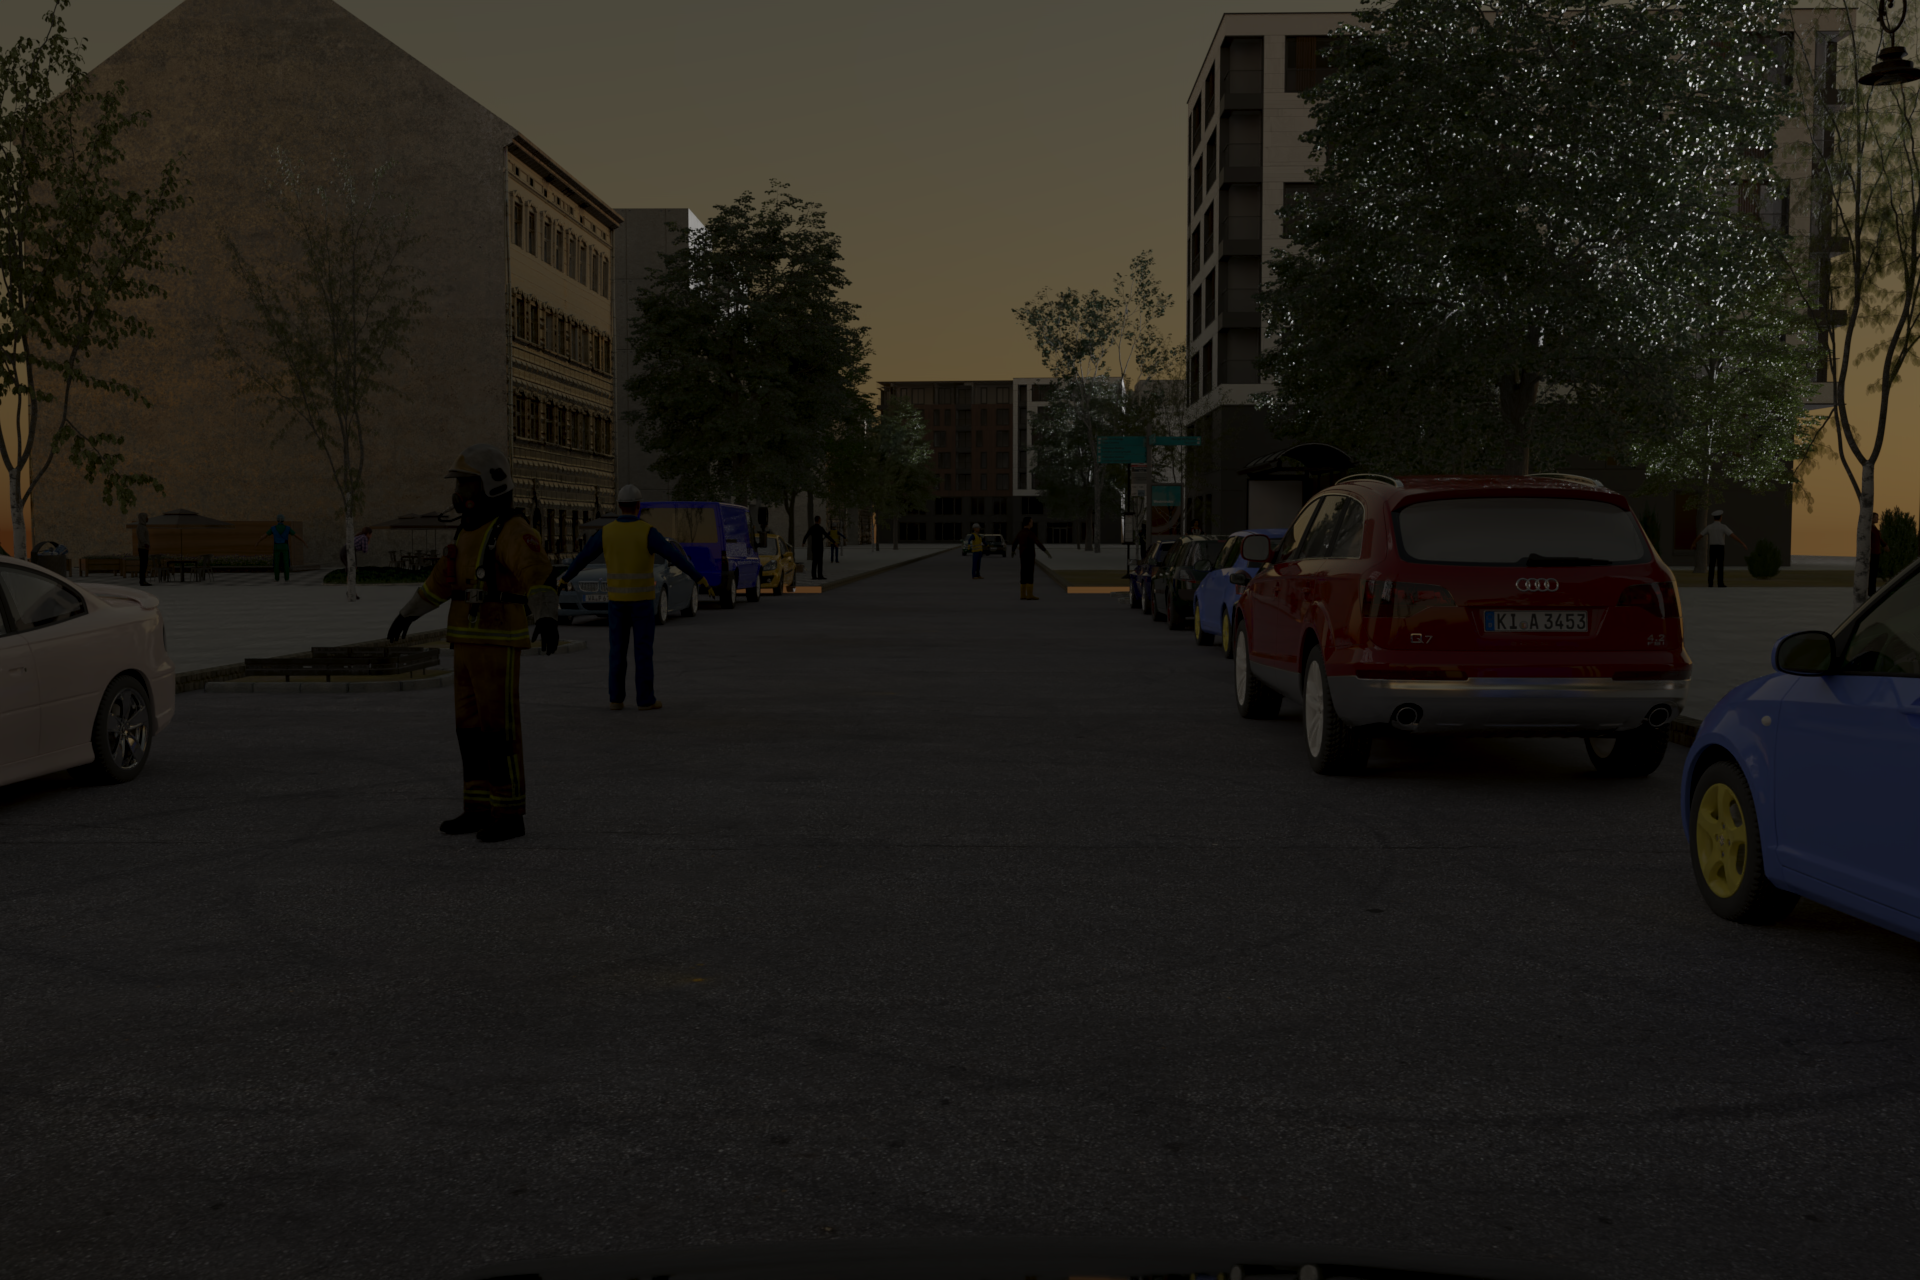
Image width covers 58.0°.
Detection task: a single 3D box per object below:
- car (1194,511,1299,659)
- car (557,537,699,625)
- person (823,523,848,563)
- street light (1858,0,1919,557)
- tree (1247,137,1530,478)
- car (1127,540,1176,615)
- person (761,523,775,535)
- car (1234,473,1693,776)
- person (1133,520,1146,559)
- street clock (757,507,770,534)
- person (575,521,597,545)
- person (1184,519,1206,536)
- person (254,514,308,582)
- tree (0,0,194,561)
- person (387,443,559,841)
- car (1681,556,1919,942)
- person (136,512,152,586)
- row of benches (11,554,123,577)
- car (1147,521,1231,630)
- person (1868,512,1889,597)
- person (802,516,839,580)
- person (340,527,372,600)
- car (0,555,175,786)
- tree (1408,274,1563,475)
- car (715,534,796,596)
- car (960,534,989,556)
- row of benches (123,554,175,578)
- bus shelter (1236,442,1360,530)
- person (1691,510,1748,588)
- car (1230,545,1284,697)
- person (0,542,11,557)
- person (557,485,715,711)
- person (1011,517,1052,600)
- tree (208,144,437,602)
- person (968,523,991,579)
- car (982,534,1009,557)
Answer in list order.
[{"bbox_3d":[3.877,-0.709,21.187,1.945,1.707,3.694,0,3,0],"label":"car"},{"bbox_3d":[-5.473,-1.024,28.741,2.014,1.417,4.499,0,4,1],"label":"car"},{"bbox_3d":[-5.548,-4.305,76.846,1.216,1.772,0.721,1,4,11],"label":"person"},{"bbox_3d":[7.195,-2.448,12.814,0.468,5.910,1.993,0,4,2],"label":"street light"},{"bbox_3d":[13.212,-8.991,53.664,9.857,13.997,8.962,0,3,0],"label":"tree"},{"bbox_3d":[4.126,-1.198,32.175,1.945,1.354,3.894,0,4,0],"label":"car"},{"bbox_3d":[-8.068,-4.040,71.917,1.347,1.847,0.705,-2,4,-35],"label":"person"},{"bbox_3d":[3.148,-0.193,11.826,2.281,1.827,5.304,0,4,1],"label":"car"},{"bbox_3d":[7.390,-3.901,69.558,1.354,1.856,0.705,-3,5,-45],"label":"person"},{"bbox_3d":[-5.197,-2.520,45.772,0.358,2.002,0.471,0,4,1],"label":"street clock"},{"bbox_3d":[-15.115,-3.956,70.862,1.347,1.806,0.705,-2,4,-29],"label":"person"},{"bbox_3d":[8.623,-3.496,63.301,1.345,1.843,0.704,-1,4,-11],"label":"person"},{"bbox_3d":[-18.283,-2.479,46.654,1.347,1.817,0.704,-1,4,-20],"label":"person"},{"bbox_3d":[-11.220,-4.289,20.486,4.737,8.622,4.395,0,3,0],"label":"tree"},{"bbox_3d":[-2.261,0.002,8.194,1.354,1.858,0.705,3,5,42],"label":"person"},{"bbox_3d":[3.649,0.261,5.319,1.945,1.707,3.694,0,3,0],"label":"car"},{"bbox_3d":[-20.147,-2.243,42.803,0.705,1.813,1.348,-2,4,-24],"label":"person"},{"bbox_3d":[-26.996,-2.205,51.519,4.104,0.672,1.422,-3,5,-43],"label":"row of benches"},{"bbox_3d":[3.981,-1.062,27.152,2.009,1.686,4.222,0,4,1],"label":"car"},{"bbox_3d":[18.768,-1.753,35.475,1.215,1.729,0.721,-3,5,-45],"label":"person"},{"bbox_3d":[-3.994,-2.606,48.829,1.346,1.802,0.704,3,4,38],"label":"person"},{"bbox_3d":[-11.799,-1.504,33.871,0.421,1.427,0.697,2,4,35],"label":"person"},{"bbox_3d":[-5.734,0.227,8.654,2.083,1.381,4.827,0,4,1],"label":"car"},{"bbox_3d":[13.205,-5.850,46.016,4.360,8.622,3.978,0,3,0],"label":"tree"},{"bbox_3d":[-4.957,-1.917,41.571,2.015,1.641,3.980,0,4,1],"label":"car"},{"bbox_3d":[1.076,-6.326,115.220,2.131,1.459,4.920,0,4,2],"label":"car"},{"bbox_3d":[-24.396,-2.246,52.181,1.422,0.672,4.104,-1,4,-13],"label":"row of benches"},{"bbox_3d":[7.873,-2.873,40.902,2.014,3.302,5.546,0,4,2],"label":"bus shelter"},{"bbox_3d":[18.194,-2.190,41.599,0.704,1.855,1.343,-3,5,-43],"label":"person"},{"bbox_3d":[3.662,-0.418,16.626,2.009,1.686,4.222,0,4,2],"label":"car"},{"bbox_3d":[-13.063,-0.876,23.531,0.599,1.438,0.989,0,4,3],"label":"person"},{"bbox_3d":[-2.679,-0.350,14.146,1.349,1.833,0.705,0,4,7],"label":"person"},{"bbox_3d":[1.493,-1.781,37.708,0.704,1.812,1.346,-3,4,-36],"label":"person"},{"bbox_3d":[-11.337,-5.036,32.700,4.360,8.622,3.978,0,3,0],"label":"tree"},{"bbox_3d":[0.598,-2.829,55.169,0.721,1.772,1.216,2,4,35],"label":"person"},{"bbox_3d":[2.017,-5.970,107.403,2.009,1.686,4.222,0,4,1],"label":"car"}]
